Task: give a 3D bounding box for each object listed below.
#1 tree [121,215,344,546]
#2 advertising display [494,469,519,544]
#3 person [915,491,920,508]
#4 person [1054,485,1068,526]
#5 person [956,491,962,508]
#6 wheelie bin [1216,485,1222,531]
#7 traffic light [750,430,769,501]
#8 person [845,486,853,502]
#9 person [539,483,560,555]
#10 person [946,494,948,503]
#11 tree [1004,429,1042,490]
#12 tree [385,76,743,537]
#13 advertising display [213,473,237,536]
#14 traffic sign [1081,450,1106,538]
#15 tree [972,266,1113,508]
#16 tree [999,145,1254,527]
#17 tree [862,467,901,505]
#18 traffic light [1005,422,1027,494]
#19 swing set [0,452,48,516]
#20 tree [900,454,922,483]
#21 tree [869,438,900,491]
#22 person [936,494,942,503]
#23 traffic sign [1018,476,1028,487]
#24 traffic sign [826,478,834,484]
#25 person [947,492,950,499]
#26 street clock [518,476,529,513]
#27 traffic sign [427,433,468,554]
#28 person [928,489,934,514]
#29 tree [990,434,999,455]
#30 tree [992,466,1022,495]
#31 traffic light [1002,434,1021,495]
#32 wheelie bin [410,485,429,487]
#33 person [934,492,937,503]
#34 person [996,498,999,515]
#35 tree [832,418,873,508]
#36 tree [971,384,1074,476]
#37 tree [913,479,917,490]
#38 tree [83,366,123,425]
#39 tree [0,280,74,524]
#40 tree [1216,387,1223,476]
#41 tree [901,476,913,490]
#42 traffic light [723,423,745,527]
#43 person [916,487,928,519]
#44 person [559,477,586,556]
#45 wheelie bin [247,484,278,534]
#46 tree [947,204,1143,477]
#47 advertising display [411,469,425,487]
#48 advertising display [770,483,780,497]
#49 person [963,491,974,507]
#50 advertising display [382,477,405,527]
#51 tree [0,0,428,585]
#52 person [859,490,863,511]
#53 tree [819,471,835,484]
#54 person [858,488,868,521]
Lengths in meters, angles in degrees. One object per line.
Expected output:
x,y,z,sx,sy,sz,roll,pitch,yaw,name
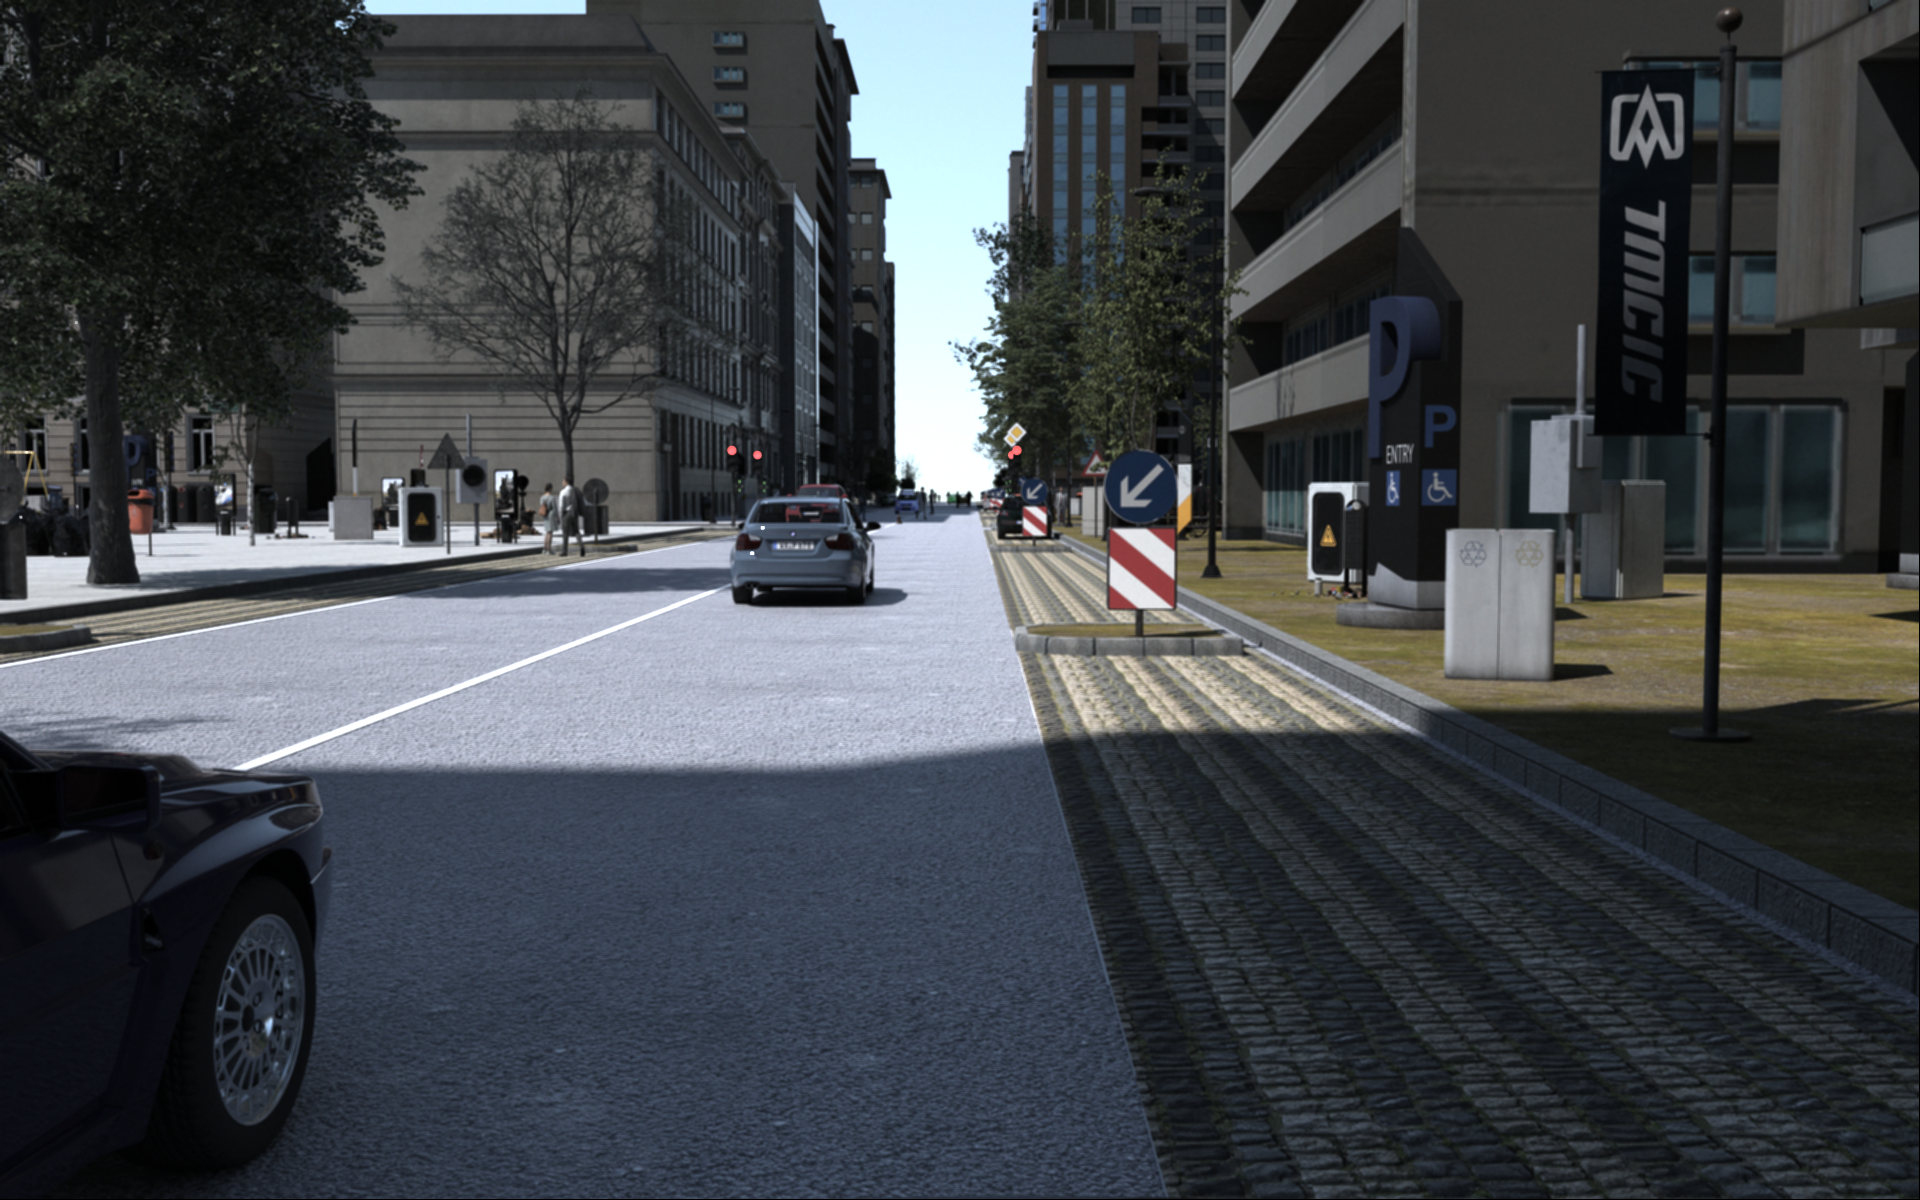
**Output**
-17.523,-5.656,42.836,4.360,8.622,3.978,0,3,0,tree
-11.800,-2.437,45.054,0.974,1.923,0.123,3,5,44,advertising display
-3.593,-8.420,147.163,0.512,1.701,0.522,-1,4,-19,person
4.283,-3.917,72.820,0.678,1.792,0.850,0,4,8,person
-0.157,-10.510,181.056,0.721,1.735,1.217,-2,4,-27,person
9.046,-3.177,59.853,0.980,1.594,0.693,-1,4,-13,wheelie bin
-8.800,-5.312,75.767,0.839,4.253,0.868,0,4,0,traffic light
-6.285,-5.405,96.232,0.648,1.900,0.474,1,4,20,person
-9.665,-1.909,40.720,0.512,1.701,0.522,2,4,27,person
-1.846,-16.330,275.476,1.348,1.826,0.705,-2,4,-31,person
5.851,-12.504,154.806,4.360,8.622,3.978,0,3,0,tree
-11.695,-8.635,51.551,12.009,13.543,11.850,0,3,0,tree
-22.783,-2.965,53.698,0.974,1.923,0.123,2,4,32,advertising display
4.009,-3.119,51.001,0.884,2.594,0.081,0,4,7,traffic sign
4.221,-10.287,86.315,7.486,12.596,7.792,0,3,0,tree
4.135,-5.341,37.681,4.737,8.622,4.395,0,3,0,tree
-10.374,-14.974,228.534,4.285,4.588,4.351,0,3,0,tree
2.199,-4.819,67.713,0.839,4.253,0.868,0,4,0,traffic light
-35.690,-4.059,63.980,3.119,2.851,2.862,0,3,0,swing set
-9.140,-22.026,310.478,4.360,8.622,3.978,0,3,0,tree
-10.000,-16.596,221.706,4.737,8.622,4.395,0,3,0,tree
-3.224,-15.602,266.847,1.065,1.426,0.557,0,4,4,person
4.511,-7.609,124.516,0.768,2.556,0.104,0,4,4,traffic sign
-10.203,-8.312,135.912,0.884,2.594,0.081,0,4,2,traffic sign
-1.620,-15.049,254.692,0.705,1.807,1.348,-2,4,-27,person
-17.079,-3.856,67.623,0.471,2.002,0.358,0,4,-7,street clock
-10.911,-2.256,36.885,0.884,2.594,0.081,0,4,2,traffic sign
-2.104,-7.084,124.506,0.526,1.800,0.537,2,4,24,person
4.748,-11.357,136.056,4.737,8.622,4.395,0,3,0,tree
5.145,-11.967,179.375,4.285,4.588,4.351,0,3,0,tree
2.261,-5.307,75.698,0.839,4.253,0.868,0,4,0,traffic light
-18.320,-3.113,58.809,0.980,1.594,0.693,0,4,-2,wheelie bin
-3.940,-16.120,272.076,0.705,1.821,1.348,3,5,40,person
2.616,-6.577,116.004,0.580,1.828,0.573,-1,4,-12,person
-10.140,-13.115,164.793,4.360,8.622,3.978,0,3,0,tree
5.132,-12.821,144.031,8.767,10.594,7.601,-1,4,-9,tree
-9.184,-19.423,301.286,4.285,4.588,4.351,0,3,0,tree
-30.239,-7.024,65.207,4.360,8.622,3.978,0,3,0,tree
-30.564,-6.412,55.192,4.737,8.622,4.395,0,3,0,tree
16.892,-9.304,102.480,4.360,8.622,3.978,0,3,0,tree
-9.698,-15.614,239.005,4.285,4.588,4.351,0,3,0,tree
-8.862,-4.823,67.782,0.839,4.253,0.868,0,4,0,traffic light
-2.160,-5.489,98.126,0.818,1.842,0.514,3,5,45,person
-8.868,-1.898,39.631,0.850,1.850,0.679,3,5,42,person
-22.623,-2.960,56.298,0.693,1.594,0.980,3,4,37,wheelie bin
5.586,-15.626,111.372,12.611,20.169,13.585,0,3,0,tree
-14.007,-2.422,44.808,0.123,1.923,0.974,0,4,-3,advertising display
-10.595,-5.754,99.289,0.123,1.923,0.974,1,4,21,advertising display
0.966,-11.117,190.291,1.348,1.821,0.705,2,4,29,person
-22.034,-3.802,67.383,0.974,1.923,0.123,1,4,16,advertising display
-12.117,-7.205,24.451,9.857,13.997,8.962,0,3,0,tree
-8.472,-8.613,149.805,0.515,1.767,0.782,0,4,0,person
-10.514,-8.889,139.941,1.663,3.219,1.824,0,3,0,tree
-5.159,-5.103,92.278,0.721,1.781,0.623,-3,5,-43,person
